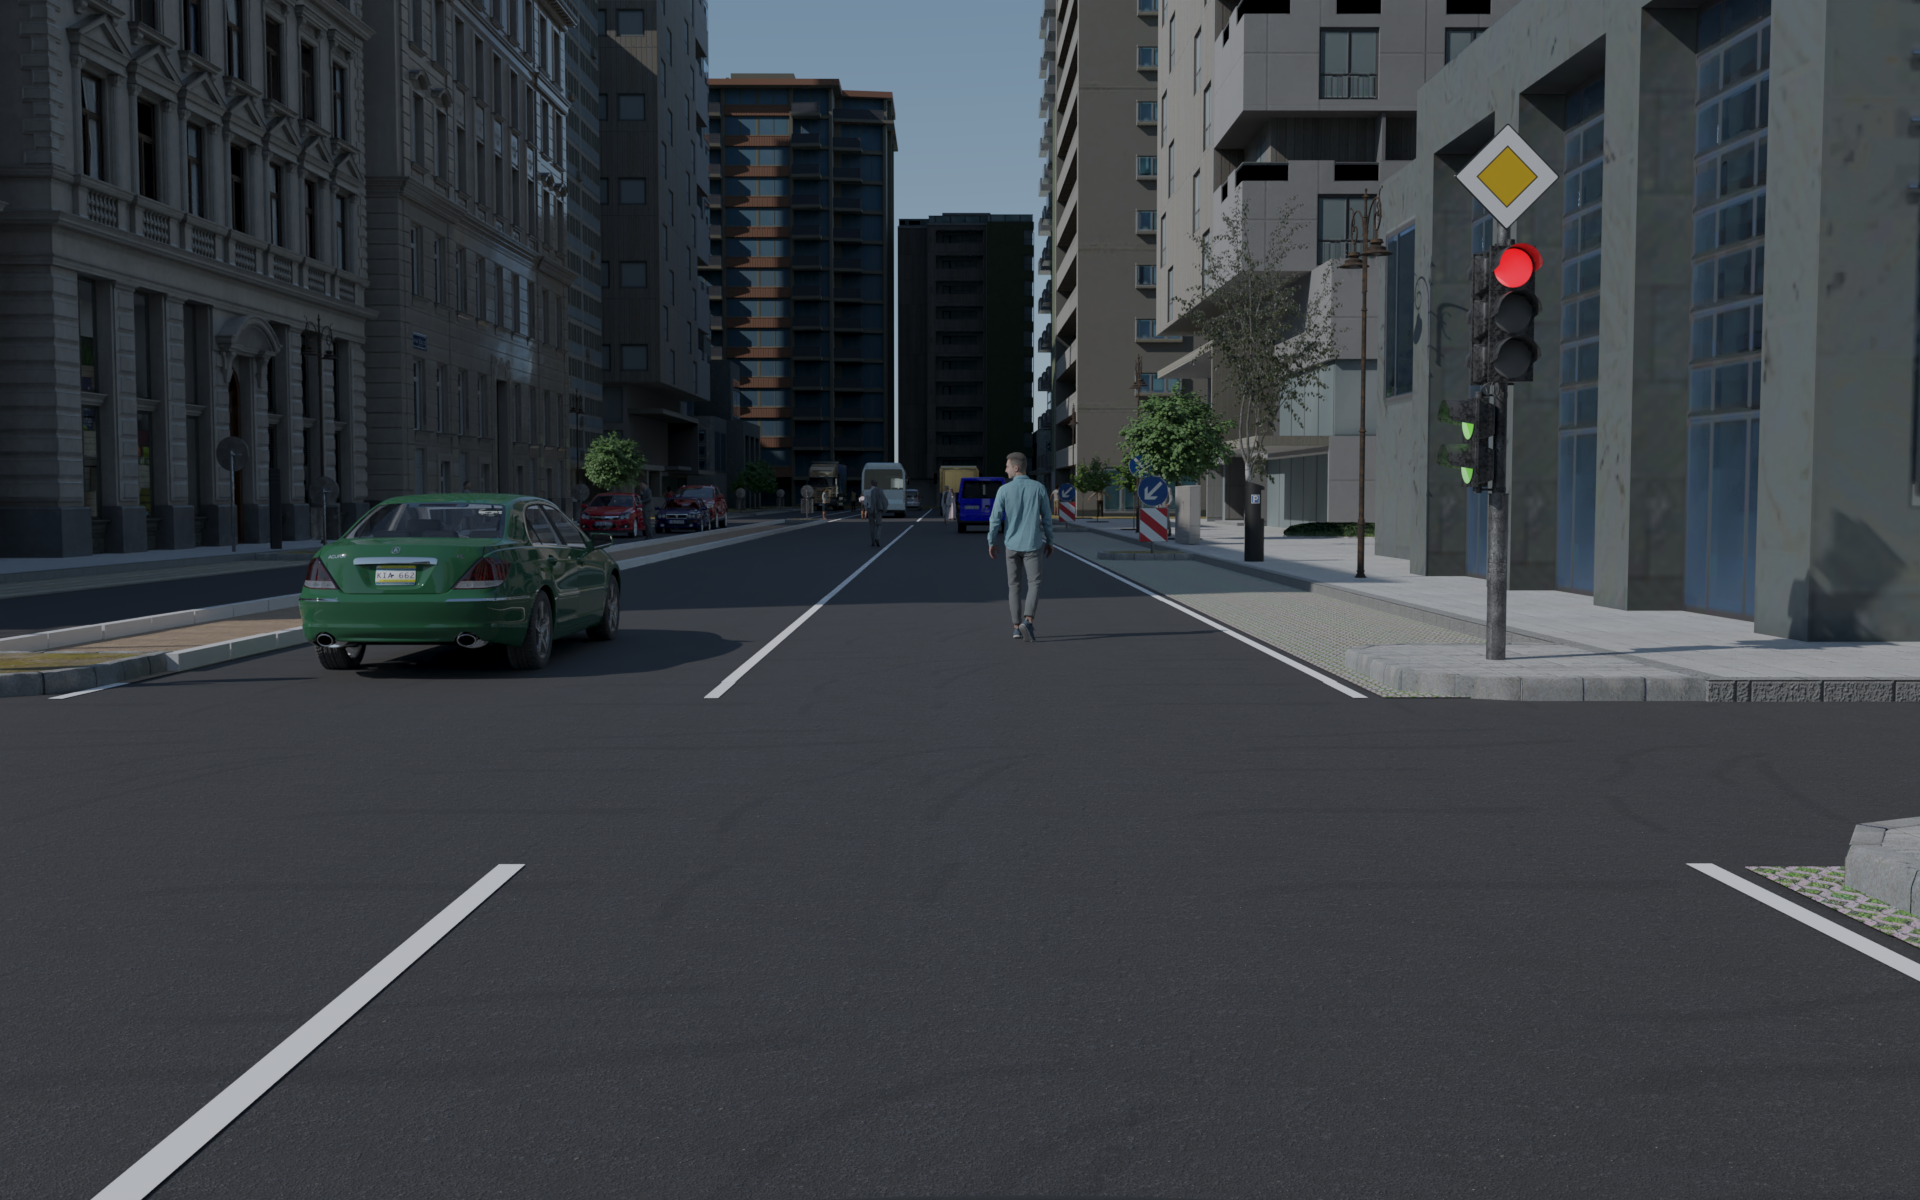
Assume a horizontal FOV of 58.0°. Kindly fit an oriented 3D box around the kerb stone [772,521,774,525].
[{"bbox_3d":[-8.839,-3.535,80.053,0.120,0.150,1.000,0,4,0],"label":"kerb stone"}]

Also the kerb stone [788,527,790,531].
[{"bbox_3d":[-6.652,-2.660,65.701,0.120,0.150,1.000,0,4,0],"label":"kerb stone"}]

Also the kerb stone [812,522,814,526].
[{"bbox_3d":[-6.724,-3.352,76.996,0.120,0.150,1.000,0,4,0],"label":"kerb stone"}]

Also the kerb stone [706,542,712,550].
[{"bbox_3d":[-6.519,-1.343,44.148,0.120,0.150,1.000,0,4,0],"label":"kerb stone"}]

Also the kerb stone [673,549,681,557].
[{"bbox_3d":[-6.488,-1.028,39.020,0.120,0.150,1.000,0,4,0],"label":"kerb stone"}]

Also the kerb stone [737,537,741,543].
[{"bbox_3d":[-6.561,-1.721,50.326,0.120,0.150,1.000,0,4,0],"label":"kerb stone"}]

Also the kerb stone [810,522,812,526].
[{"bbox_3d":[-6.718,-3.289,75.974,0.120,0.150,1.000,0,4,0],"label":"kerb stone"}]

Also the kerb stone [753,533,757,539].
[{"bbox_3d":[-6.582,-1.971,54.425,0.120,0.150,1.000,0,4,0],"label":"kerb stone"}]

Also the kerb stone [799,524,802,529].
[{"bbox_3d":[-6.685,-2.972,70.840,0.120,0.150,1.000,0,4,0],"label":"kerb stone"}]

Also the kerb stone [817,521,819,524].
[{"bbox_3d":[-6.742,-3.540,80.073,0.120,0.150,1.000,0,4,0],"label":"kerb stone"}]

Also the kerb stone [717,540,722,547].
[{"bbox_3d":[-6.540,-1.466,46.210,0.120,0.150,1.000,0,4,0],"label":"kerb stone"}]

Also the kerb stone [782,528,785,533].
[{"bbox_3d":[-6.646,-2.536,63.652,0.120,0.150,1.000,0,4,0],"label":"kerb stone"}]

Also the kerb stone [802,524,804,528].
[{"bbox_3d":[-6.682,-3.038,71.863,0.120,0.150,1.000,0,4,0],"label":"kerb stone"}]

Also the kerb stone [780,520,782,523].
[{"bbox_3d":[-8.877,-3.788,84.163,0.120,0.150,1.000,0,4,0],"label":"kerb stone"}]

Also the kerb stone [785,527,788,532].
[{"bbox_3d":[-6.634,-2.598,64.675,0.120,0.150,1.000,0,4,0],"label":"kerb stone"}]

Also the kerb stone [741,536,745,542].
[{"bbox_3d":[-6.560,-1.783,51.351,0.120,0.150,1.000,0,4,0],"label":"kerb stone"}]

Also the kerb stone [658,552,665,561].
[{"bbox_3d":[-6.483,-0.894,36.964,0.120,0.150,1.000,0,4,0],"label":"kerb stone"}]

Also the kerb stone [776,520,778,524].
[{"bbox_3d":[-8.857,-3.658,82.118,0.120,0.150,1.000,0,4,0],"label":"kerb stone"}]

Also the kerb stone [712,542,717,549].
[{"bbox_3d":[-6.527,-1.406,45.187,0.120,0.150,1.000,0,4,0],"label":"kerb stone"}]

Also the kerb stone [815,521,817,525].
[{"bbox_3d":[-6.732,-3.477,79.051,0.120,0.150,1.000,0,4,0],"label":"kerb stone"}]

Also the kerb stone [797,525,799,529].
[{"bbox_3d":[-6.683,-2.912,69.805,0.120,0.150,1.000,0,4,0],"label":"kerb stone"}]

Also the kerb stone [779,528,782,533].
[{"bbox_3d":[-6.637,-2.471,62.630,0.120,0.150,1.000,0,4,0],"label":"kerb stone"}]

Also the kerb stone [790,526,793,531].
[{"bbox_3d":[-6.656,-2.721,66.738,0.120,0.150,1.000,0,4,0],"label":"kerb stone"}]

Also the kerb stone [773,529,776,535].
[{"bbox_3d":[-6.622,-2.343,60.582,0.120,0.150,1.000,0,4,0],"label":"kerb stone"}]

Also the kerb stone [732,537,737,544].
[{"bbox_3d":[-6.547,-1.654,49.291,0.120,0.150,1.000,0,4,0],"label":"kerb stone"}]

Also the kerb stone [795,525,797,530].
[{"bbox_3d":[-6.681,-2.847,68.783,0.120,0.150,1.000,0,4,0],"label":"kerb stone"}]

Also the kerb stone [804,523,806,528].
[{"bbox_3d":[-6.692,-3.097,72.888,0.120,0.150,1.000,0,4,0],"label":"kerb stone"}]

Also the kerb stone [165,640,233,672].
[{"bbox_3d":[-6.345,0.476,14.419,0.120,0.150,1.000,0,4,0],"label":"kerb stone"}]

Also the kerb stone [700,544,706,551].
[{"bbox_3d":[-6.516,-1.280,43.125,0.120,0.150,1.000,0,4,0],"label":"kerb stone"}]

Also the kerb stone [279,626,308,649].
[{"bbox_3d":[-6.354,0.355,16.470,0.120,0.150,1.000,0,4,0],"label":"kerb stone"}]

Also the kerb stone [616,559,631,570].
[{"bbox_3d":[-6.451,-0.653,32.870,0.120,0.150,1.000,0,4,0],"label":"kerb stone"}]

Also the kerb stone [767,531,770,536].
[{"bbox_3d":[-6.613,-2.221,58.534,0.120,0.150,1.000,0,4,0],"label":"kerb stone"}]

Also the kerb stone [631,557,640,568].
[{"bbox_3d":[-6.457,-0.715,33.892,0.120,0.150,1.000,0,4,0],"label":"kerb stone"}]

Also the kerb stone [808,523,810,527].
[{"bbox_3d":[-6.706,-3.227,74.949,0.120,0.150,1.000,0,4,0],"label":"kerb stone"}]

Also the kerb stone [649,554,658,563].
[{"bbox_3d":[-6.469,-0.835,35.939,0.120,0.150,1.000,0,4,0],"label":"kerb stone"}]

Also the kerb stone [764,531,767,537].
[{"bbox_3d":[-6.610,-2.160,57.512,0.120,0.150,1.000,0,4,0],"label":"kerb stone"}]

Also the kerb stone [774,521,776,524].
[{"bbox_3d":[-8.846,-3.602,81.086,0.120,0.150,1.000,0,4,0],"label":"kerb stone"}]

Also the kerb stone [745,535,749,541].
[{"bbox_3d":[-6.568,-1.846,52.375,0.120,0.150,1.000,0,4,0],"label":"kerb stone"}]

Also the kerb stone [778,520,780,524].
[{"bbox_3d":[-8.863,-3.728,83.140,0.120,0.150,1.000,0,4,0],"label":"kerb stone"}]

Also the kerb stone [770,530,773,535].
[{"bbox_3d":[-6.627,-2.284,59.559,0.120,0.150,1.000,0,4,0],"label":"kerb stone"}]

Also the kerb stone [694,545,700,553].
[{"bbox_3d":[-6.513,-1.217,42.098,0.120,0.150,1.000,0,4,0],"label":"kerb stone"}]

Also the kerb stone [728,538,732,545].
[{"bbox_3d":[-6.546,-1.594,48.256,0.120,0.150,1.000,0,4,0],"label":"kerb stone"}]

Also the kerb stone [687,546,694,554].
[{"bbox_3d":[-6.506,-1.154,41.066,0.120,0.150,1.000,0,4,0],"label":"kerb stone"}]

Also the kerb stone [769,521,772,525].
[{"bbox_3d":[-8.827,-3.476,79.022,0.120,0.150,1.000,0,4,0],"label":"kerb stone"}]

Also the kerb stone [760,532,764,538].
[{"bbox_3d":[-6.601,-2.097,56.488,0.120,0.150,1.000,0,4,0],"label":"kerb stone"}]

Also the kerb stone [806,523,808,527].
[{"bbox_3d":[-6.703,-3.164,73.923,0.120,0.150,1.000,0,4,0],"label":"kerb stone"}]

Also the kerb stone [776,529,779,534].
[{"bbox_3d":[-6.634,-2.409,61.605,0.120,0.150,1.000,0,4,0],"label":"kerb stone"}]

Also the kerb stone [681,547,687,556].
[{"bbox_3d":[-6.496,-1.092,40.044,0.120,0.150,1.000,0,4,0],"label":"kerb stone"}]

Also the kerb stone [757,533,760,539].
[{"bbox_3d":[-6.587,-2.035,55.463,0.120,0.150,1.000,0,4,0],"label":"kerb stone"}]

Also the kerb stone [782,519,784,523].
[{"bbox_3d":[-8.879,-3.851,85.185,0.120,0.150,1.000,0,4,0],"label":"kerb stone"}]

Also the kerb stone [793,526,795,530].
[{"bbox_3d":[-6.670,-2.787,67.760,0.120,0.150,1.000,0,4,0],"label":"kerb stone"}]

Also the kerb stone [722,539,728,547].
[{"bbox_3d":[-6.534,-1.529,47.232,0.120,0.150,1.000,0,4,0],"label":"kerb stone"}]

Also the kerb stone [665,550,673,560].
[{"bbox_3d":[-6.487,-0.965,37.986,0.120,0.150,1.000,0,4,0],"label":"kerb stone"}]

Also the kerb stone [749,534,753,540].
[{"bbox_3d":[-6.580,-1.908,53.399,0.120,0.150,1.000,0,4,0],"label":"kerb stone"}]

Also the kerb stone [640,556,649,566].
[{"bbox_3d":[-6.469,-0.778,34.914,0.120,0.150,1.000,0,4,0],"label":"kerb stone"}]

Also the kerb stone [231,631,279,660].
[{"bbox_3d":[-6.353,0.413,15.447,0.120,0.150,1.000,0,4,0],"label":"kerb stone"}]
